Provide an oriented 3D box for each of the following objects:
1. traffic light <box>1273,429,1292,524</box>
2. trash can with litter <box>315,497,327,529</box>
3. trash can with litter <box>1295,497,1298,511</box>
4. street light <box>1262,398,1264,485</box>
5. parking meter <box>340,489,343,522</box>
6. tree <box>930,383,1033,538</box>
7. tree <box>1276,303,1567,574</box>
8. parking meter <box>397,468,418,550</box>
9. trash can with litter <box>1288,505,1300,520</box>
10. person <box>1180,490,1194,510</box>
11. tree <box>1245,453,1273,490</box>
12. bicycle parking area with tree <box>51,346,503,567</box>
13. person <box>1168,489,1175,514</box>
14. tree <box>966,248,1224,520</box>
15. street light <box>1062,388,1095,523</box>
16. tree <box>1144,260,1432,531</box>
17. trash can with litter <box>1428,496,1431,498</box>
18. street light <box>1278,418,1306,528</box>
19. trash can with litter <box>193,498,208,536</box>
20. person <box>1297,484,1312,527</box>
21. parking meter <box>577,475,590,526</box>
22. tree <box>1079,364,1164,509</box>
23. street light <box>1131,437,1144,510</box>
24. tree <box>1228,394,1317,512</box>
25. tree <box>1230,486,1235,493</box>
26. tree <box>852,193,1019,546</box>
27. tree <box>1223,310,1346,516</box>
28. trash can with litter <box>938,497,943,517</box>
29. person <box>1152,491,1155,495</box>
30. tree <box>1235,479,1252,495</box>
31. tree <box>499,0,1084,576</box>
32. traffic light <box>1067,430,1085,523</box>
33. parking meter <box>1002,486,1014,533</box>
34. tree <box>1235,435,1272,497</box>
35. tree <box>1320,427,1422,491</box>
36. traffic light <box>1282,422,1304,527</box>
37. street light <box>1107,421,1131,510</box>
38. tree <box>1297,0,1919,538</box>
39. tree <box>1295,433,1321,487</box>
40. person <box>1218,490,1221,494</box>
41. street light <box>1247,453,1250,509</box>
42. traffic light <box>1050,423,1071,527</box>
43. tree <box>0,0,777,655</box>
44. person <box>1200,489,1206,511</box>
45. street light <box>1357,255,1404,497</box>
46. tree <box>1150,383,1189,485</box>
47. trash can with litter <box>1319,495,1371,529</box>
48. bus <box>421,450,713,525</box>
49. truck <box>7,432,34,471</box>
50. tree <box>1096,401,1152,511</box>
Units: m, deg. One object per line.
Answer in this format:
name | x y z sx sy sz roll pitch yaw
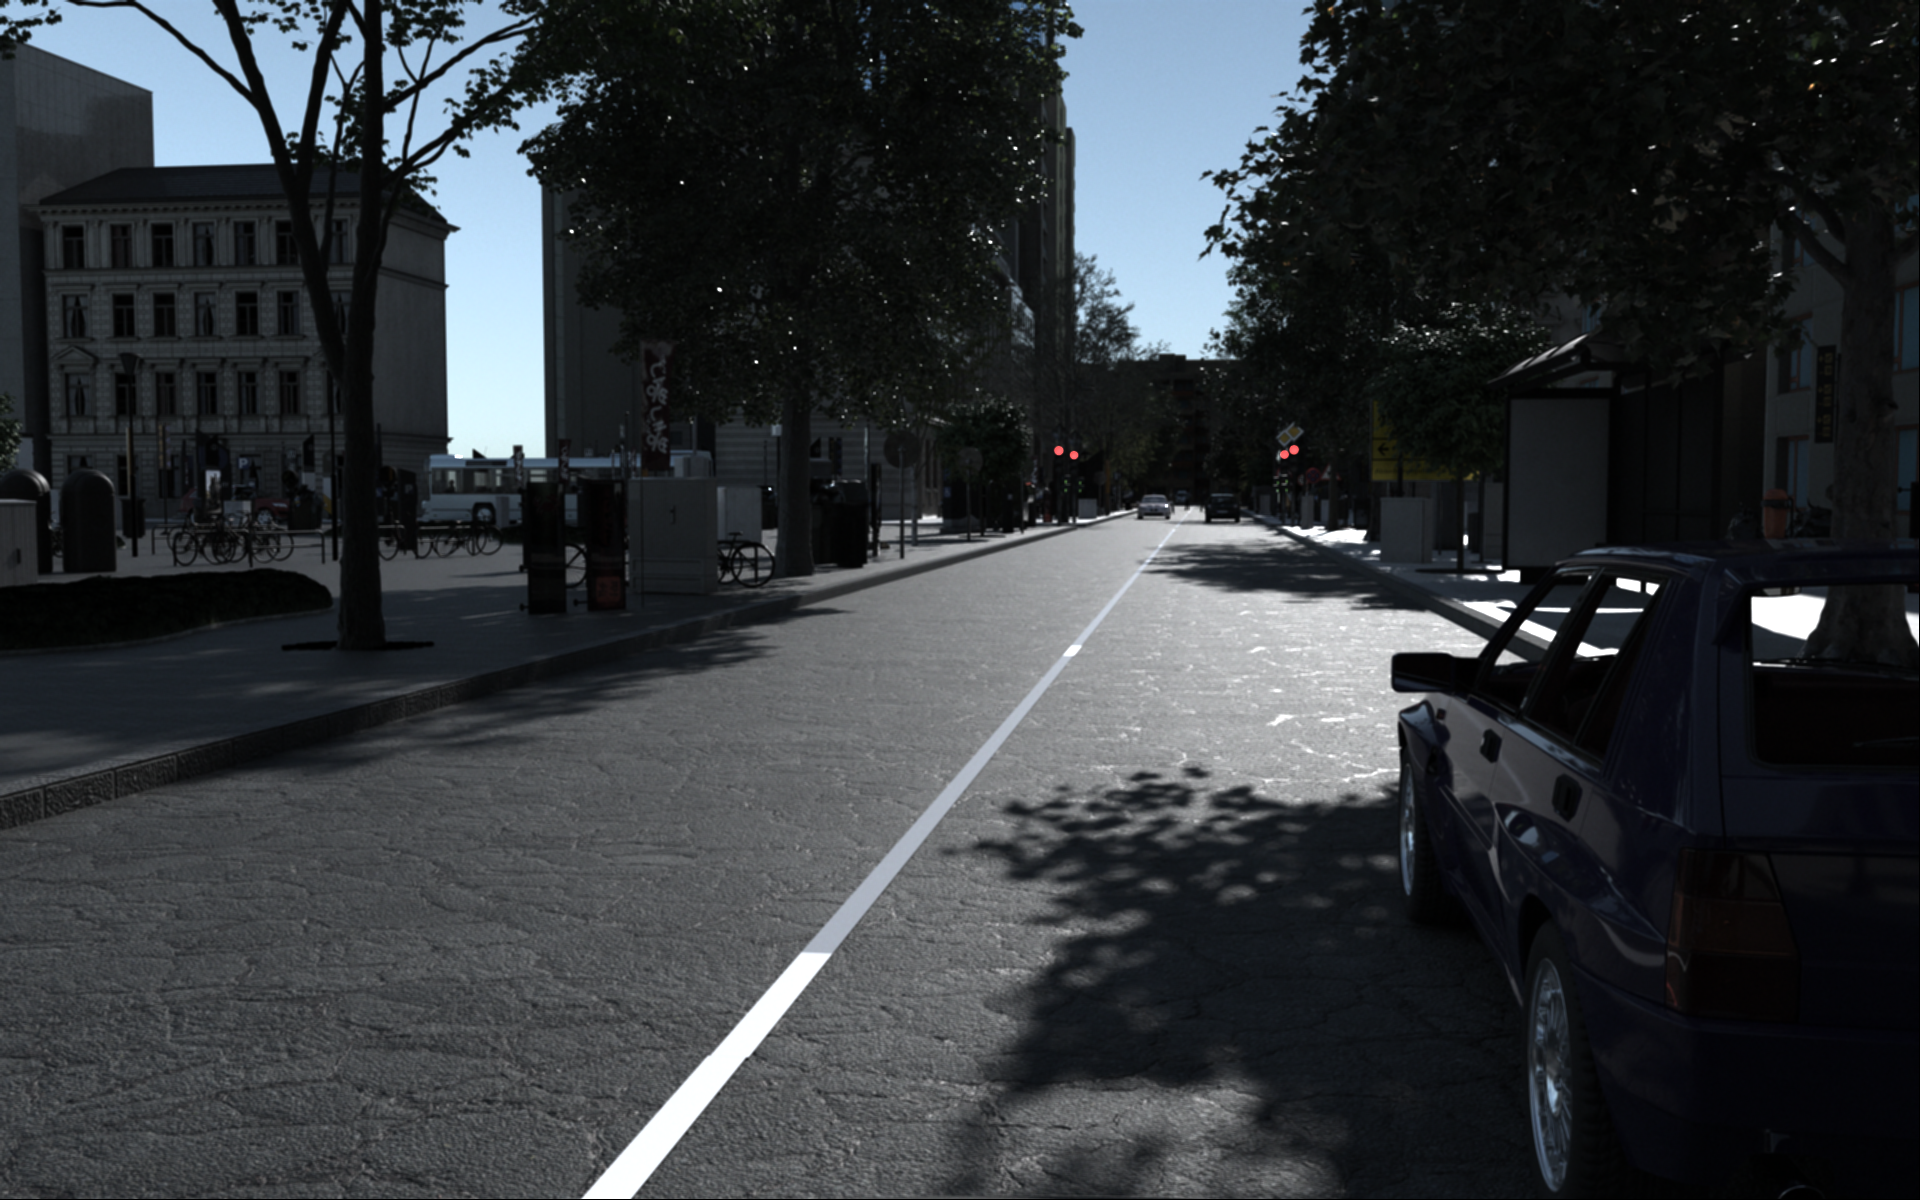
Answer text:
traffic light | 13.965 -5.249 74.749 0.839 4.253 0.868 0 4 8
trash can with litter | -23.726 -3.194 63.614 0.624 1.170 1.055 0 3 0
trash can with litter | 24.921 -7.141 128.149 1.055 1.170 0.624 -2 4 -27
street light | 15.042 -6.795 83.634 1.470 5.913 1.316 0 4 8
parking meter | -28.652 -4.417 80.624 0.372 1.533 0.369 0 3 0
tree | 0.708 -4.162 51.770 4.285 4.588 4.351 0 3 0
tree | 8.286 -2.731 28.361 4.285 4.588 4.351 0 3 0
parking meter | -12.658 -2.079 39.697 0.399 1.863 0.255 -3 4 -38
trash can with litter | 17.418 -4.675 87.494 1.678 1.210 2.233 2 4 28
person | 20.277 -8.942 154.691 1.348 1.826 0.705 -1 4 -17
tree | 23.203 -9.022 131.219 4.285 4.588 4.351 0 3 0
bicycle parking area with tree | -14.352 -2.898 34.384 8.231 4.147 9.016 3 4 36
person | 15.017 -6.986 123.273 0.519 1.759 0.362 1 4 16
tree | 5.413 -10.736 85.904 12.009 13.543 11.850 0 3 0
street light | 5.185 -6.319 75.858 1.470 5.913 1.316 0 4 8
tree | 12.882 -8.225 60.236 9.928 11.665 9.643 0 3 0
trash can with litter | 22.431 -4.374 82.575 1.678 1.210 2.233 -3 5 -42
street light | 12.666 -5.739 66.366 1.470 5.913 1.316 0 4 8
trash can with litter | -22.820 -2.511 52.442 0.624 1.170 1.055 -3 4 -38
person | 14.093 -3.810 70.764 0.622 1.834 0.822 0 4 -7
parking meter | -11.608 -2.921 53.467 0.399 1.863 0.255 3 4 36
tree | 14.149 -14.113 148.877 7.486 12.596 7.792 0 3 0
street light | 14.531 -10.381 142.273 1.470 5.913 1.316 0 4 8
tree | 22.682 -11.569 123.563 7.601 10.594 8.767 0 4 7
tree | 34.124 -13.426 214.120 1.663 3.219 1.824 0 3 0
tree | -0.996 -5.638 42.542 4.737 8.622 4.395 0 3 0
tree | 18.500 -11.656 100.939 12.009 13.543 11.850 0 3 0
trash can with litter | -0.421 -4.029 77.263 0.624 1.170 1.055 3 5 43
person | 25.778 -13.669 231.858 0.599 1.838 0.709 -1 4 -18
tree | 24.448 -9.200 145.019 1.663 3.219 1.824 0 3 0
tree | -2.673 -7.365 27.073 9.857 13.997 8.962 0 3 0
traffic light | 5.039 -5.325 75.988 0.839 4.253 0.868 0 4 8
parking meter | 1.579 -2.960 56.808 0.372 1.533 0.369 0 3 0
tree | 27.997 -13.151 165.374 4.360 8.622 3.978 0 3 0
tree | 22.074 -8.703 92.650 4.737 8.622 4.395 0 3 0
traffic light | 12.849 -4.766 66.842 0.839 4.253 0.868 0 4 8
street light | 9.782 -8.324 108.638 1.470 5.913 1.316 0 4 8
tree | 6.444 -5.826 12.255 9.611 12.733 9.660 0 3 0
tree | 24.783 -10.030 114.346 4.737 8.622 4.395 0 3 0
person | 24.462 -9.458 163.152 0.705 1.823 1.348 1 4 19
street light | 19.788 -8.798 116.393 1.470 5.913 1.316 0 4 8
traffic light | 3.924 -4.842 68.081 0.839 4.253 0.868 0 4 8
tree | -5.078 -5.392 13.922 9.928 11.665 9.643 0 3 0
person | 20.128 -8.212 142.539 0.755 1.850 0.659 0 4 8
street light | 8.004 -3.734 33.595 1.470 5.913 1.316 0 4 8
tree | 20.339 -17.469 192.267 9.857 13.997 8.962 0 3 0
trash can with litter | 14.629 -3.351 65.840 1.678 1.210 2.233 0 4 1
bus | -17.445 -4.902 75.012 13.247 3.499 2.948 1 4 10
truck | -48.213 -5.520 79.157 11.283 4.237 2.839 0 4 7
tree | 12.068 -10.890 128.419 4.360 8.622 3.978 0 3 0
